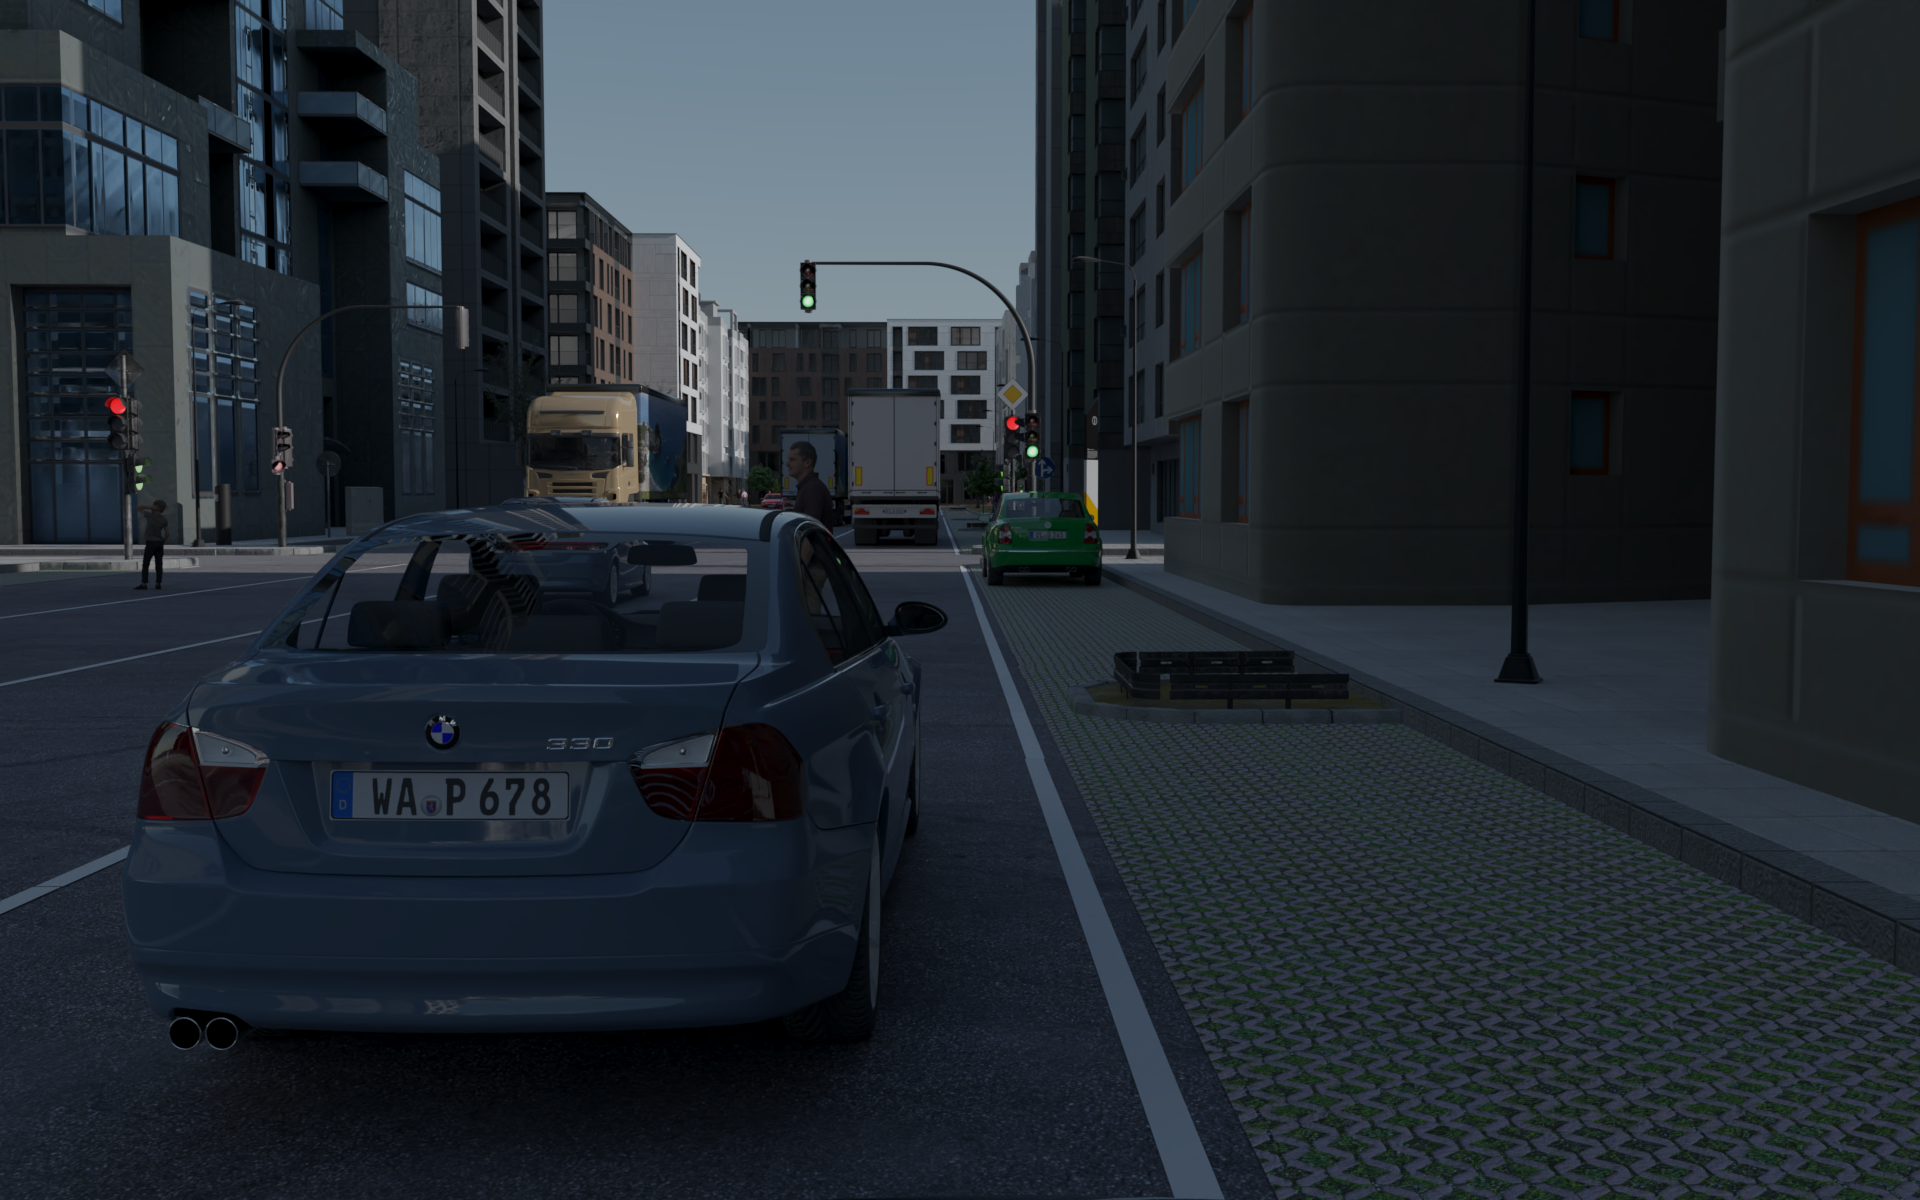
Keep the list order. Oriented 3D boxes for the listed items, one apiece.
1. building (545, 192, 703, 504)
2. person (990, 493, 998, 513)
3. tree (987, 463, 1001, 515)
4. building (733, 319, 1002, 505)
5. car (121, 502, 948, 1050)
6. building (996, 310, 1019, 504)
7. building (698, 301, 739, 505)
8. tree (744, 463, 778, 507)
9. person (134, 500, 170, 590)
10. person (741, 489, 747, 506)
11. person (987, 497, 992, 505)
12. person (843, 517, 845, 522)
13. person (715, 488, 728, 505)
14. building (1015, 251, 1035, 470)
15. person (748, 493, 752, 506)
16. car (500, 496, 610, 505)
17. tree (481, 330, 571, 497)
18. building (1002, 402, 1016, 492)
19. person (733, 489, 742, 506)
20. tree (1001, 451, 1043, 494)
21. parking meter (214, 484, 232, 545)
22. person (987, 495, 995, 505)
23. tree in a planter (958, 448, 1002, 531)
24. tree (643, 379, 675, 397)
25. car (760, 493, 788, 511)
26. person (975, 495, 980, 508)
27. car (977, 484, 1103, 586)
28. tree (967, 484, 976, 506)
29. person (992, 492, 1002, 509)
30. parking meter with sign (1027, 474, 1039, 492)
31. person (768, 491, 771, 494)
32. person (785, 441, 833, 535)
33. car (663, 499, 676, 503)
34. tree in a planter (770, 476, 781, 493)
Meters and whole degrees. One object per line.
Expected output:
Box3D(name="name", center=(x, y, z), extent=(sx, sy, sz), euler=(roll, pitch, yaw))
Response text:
Box3D(name="building", center=(-36.061, -17.712, 133.560), extent=(27.936, 21.610, 32.646), euler=(0, 4, -1))
Box3D(name="person", center=(2.169, -6.259, 111.620), extent=(0.776, 1.435, 0.726), euler=(2, 4, 24))
Box3D(name="tree", center=(2.328, -6.960, 108.389), extent=(1.663, 3.219, 1.824), euler=(0, 3, 0))
Box3D(name="building", center=(-10.876, -22.750, 215.935), extent=(32.646, 21.610, 27.936), euler=(0, 4, -1))
Box3D(name="car", center=(-1.058, 0.377, 5.839), extent=(2.014, 1.417, 4.499), euler=(0, 4, 1))
Box3D(name="building", center=(12.587, -18.871, 175.004), extent=(16.747, 18.905, 31.486), euler=(0, 4, -1))
Box3D(name="building", center=(-30.354, -19.003, 167.114), extent=(16.016, 20.091, 11.380), euler=(0, 4, -1))
Box3D(name="tree", center=(-20.421, -11.887, 178.057), extent=(4.285, 4.588, 4.351), euler=(0, 3, 0))
Box3D(name="person", center=(-12.157, -0.833, 26.033), extent=(0.340, 1.345, 0.435), euler=(2, 4, 33))
Box3D(name="person", center=(-19.900, -9.321, 159.382), extent=(0.436, 1.711, 0.756), euler=(3, 5, 44))
Box3D(name="person", center=(3.415, -11.486, 199.484), extent=(0.799, 1.438, 0.628), euler=(1, 4, 23))
Box3D(name="person", center=(-6.027, -4.846, 88.673), extent=(0.436, 1.711, 0.756), euler=(2, 4, 35))
Box3D(name="person", center=(-21.303, -9.074, 154.408), extent=(1.348, 1.822, 0.705), euler=(1, 4, 18))
Box3D(name="building", center=(12.123, -16.430, 125.043), extent=(16.016, 20.091, 11.380), euler=(0, 4, -1))
Box3D(name="person", center=(-22.294, -10.654, 183.500), extent=(0.557, 1.426, 1.065), euler=(1, 4, 18))
Box3D(name="car", center=(-5.225, -0.669, 22.938), extent=(2.014, 1.417, 4.499), euler=(0, 4, -1))
Box3D(name="tree", center=(-19.406, -7.811, 78.077), extent=(4.360, 8.622, 3.978), euler=(0, 3, 0))
Box3D(name="building", center=(8.636, -12.407, 145.001), extent=(9.099, 9.664, 28.070), euler=(0, 4, -1))
Box3D(name="person", center=(-20.454, -9.398, 160.518), extent=(1.217, 1.723, 0.721), euler=(0, 4, -5))
Box3D(name="tree", center=(2.923, -5.030, 76.837), extent=(1.663, 3.219, 1.824), euler=(0, 3, 0))
Box3D(name="parking meter", center=(-18.516, -2.148, 43.523), extent=(0.372, 1.533, 0.369), euler=(0, 3, 0))
Box3D(name="person", center=(3.350, -10.055, 170.443), extent=(1.348, 1.824, 0.705), euler=(0, 4, 3))
Box3D(name="tree in a planter", center=(0.911, -4.287, 67.311), extent=(1.991, 3.239, 1.994), euler=(0, 4, -1))
Box3D(name="tree", center=(-19.933, -9.820, 110.924), extent=(4.360, 8.622, 3.978), euler=(0, 3, 0))
Box3D(name="car", center=(-14.592, -7.791, 136.419), extent=(2.155, 1.783, 4.494), euler=(0, 4, 1))
Box3D(name="person", center=(1.572, -9.131, 156.143), extent=(0.445, 1.727, 0.742), euler=(0, 4, 5))
Box3D(name="car", center=(1.284, -1.195, 28.333), extent=(1.959, 1.807, 4.718), euler=(0, 4, -1))
Box3D(name="tree", center=(1.181, -12.054, 191.682), extent=(1.663, 3.219, 1.824), euler=(0, 3, 0))
Box3D(name="person", center=(2.896, -7.754, 132.839), extent=(1.348, 1.821, 0.705), euler=(1, 4, 17))
Box3D(name="parking meter with sign", center=(2.864, -4.347, 67.335), extent=(0.543, 3.016, 1.738), euler=(0, 4, 5))
Box3D(name="person", center=(-17.571, -9.296, 161.023), extent=(0.750, 1.759, 0.617), euler=(0, 4, 7))
Box3D(name="person", center=(-1.116, -0.231, 12.405), extent=(0.434, 1.807, 0.598), euler=(1, 4, 10))
Box3D(name="car", center=(-14.100, -4.170, 80.189), extent=(2.014, 1.417, 4.499), euler=(0, 4, 0))
Box3D(name="tree in a planter", center=(-17.982, -10.607, 170.648), extent=(1.991, 3.239, 1.994), euler=(0, 4, -1))
